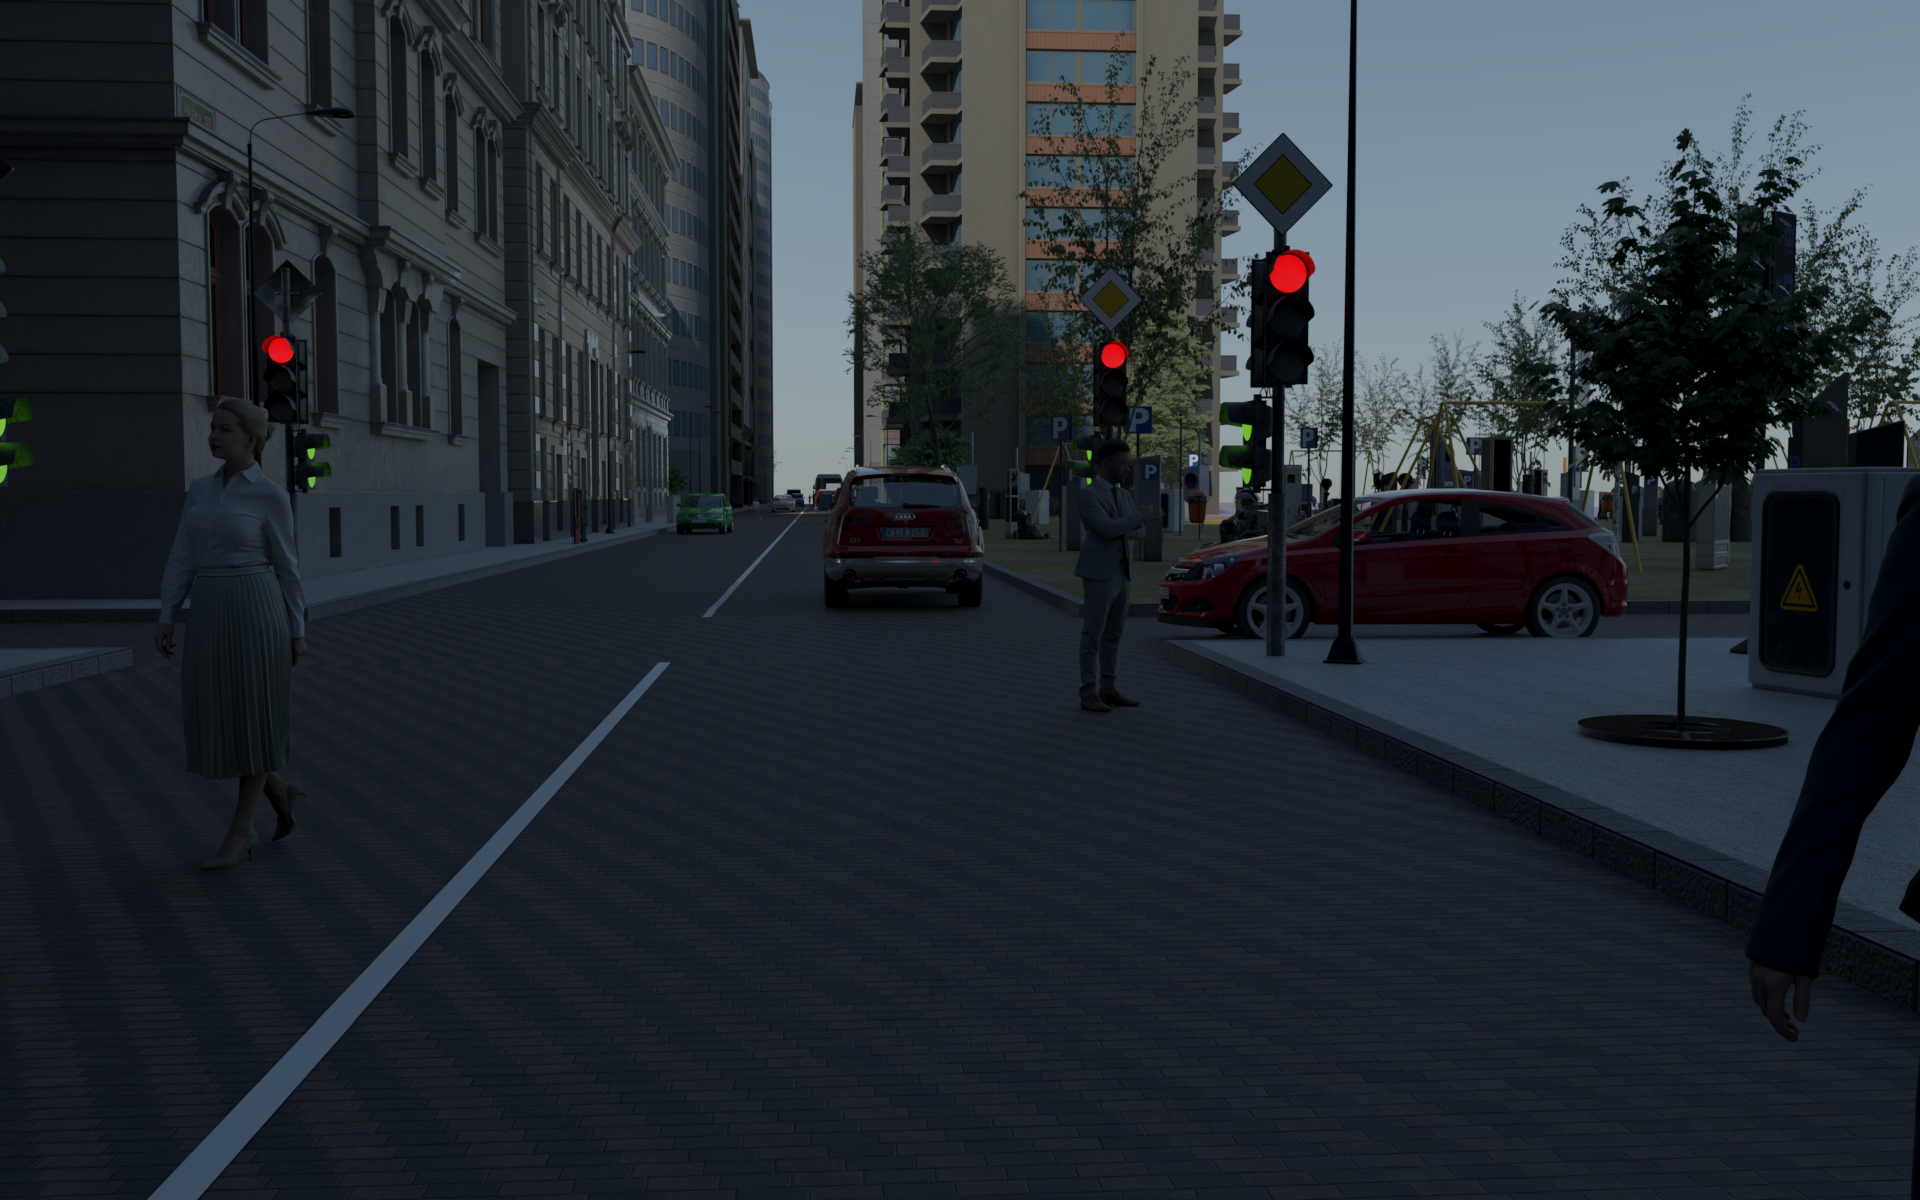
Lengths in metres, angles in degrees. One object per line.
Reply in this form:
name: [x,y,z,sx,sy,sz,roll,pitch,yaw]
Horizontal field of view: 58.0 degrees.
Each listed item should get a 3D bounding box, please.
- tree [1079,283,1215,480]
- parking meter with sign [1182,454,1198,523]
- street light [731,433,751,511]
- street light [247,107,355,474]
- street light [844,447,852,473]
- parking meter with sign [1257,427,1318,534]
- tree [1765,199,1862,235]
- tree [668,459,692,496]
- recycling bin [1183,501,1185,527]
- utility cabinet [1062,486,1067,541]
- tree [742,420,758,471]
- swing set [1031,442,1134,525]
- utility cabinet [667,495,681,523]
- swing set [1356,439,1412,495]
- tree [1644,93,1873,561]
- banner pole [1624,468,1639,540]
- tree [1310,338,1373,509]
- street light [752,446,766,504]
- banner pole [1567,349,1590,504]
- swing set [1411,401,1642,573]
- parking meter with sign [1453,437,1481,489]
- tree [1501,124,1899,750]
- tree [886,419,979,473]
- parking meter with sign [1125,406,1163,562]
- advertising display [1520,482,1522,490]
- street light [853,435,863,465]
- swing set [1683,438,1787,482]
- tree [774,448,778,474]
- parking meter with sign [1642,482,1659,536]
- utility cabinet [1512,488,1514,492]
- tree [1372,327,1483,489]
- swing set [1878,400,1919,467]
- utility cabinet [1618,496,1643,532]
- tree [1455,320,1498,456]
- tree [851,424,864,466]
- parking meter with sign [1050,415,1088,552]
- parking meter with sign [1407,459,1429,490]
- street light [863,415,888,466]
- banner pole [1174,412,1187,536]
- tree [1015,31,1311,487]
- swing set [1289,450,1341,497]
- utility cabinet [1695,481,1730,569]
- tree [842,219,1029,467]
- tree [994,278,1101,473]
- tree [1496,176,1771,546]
tree: [10.160,-10.731,93.581,7.486,12.596,7.792,0,3,0]
parking meter with sign: [9.982,-4.894,76.273,0.543,3.016,1.738,-1,4,-12]
street light: [-16.909,-9.766,132.217,1.470,5.913,1.316,0,4,-5]
street light: [-7.959,-2.958,20.910,1.470,5.913,1.316,0,4,-5]
street light: [-10.603,-12.249,172.805,1.470,5.913,1.316,0,4,-5]
parking meter with sign: [8.486,-2.983,45.040,1.738,3.016,0.543,-2,4,-35]
tree: [20.564,-5.637,42.524,4.737,8.622,4.395,0,3,0]
tree: [-15.549,-6.141,95.007,1.663,3.219,1.824,0,3,0]
recycling bin: [8.156,-3.304,66.581,0.722,1.027,0.722,-3,5,-41]
utility cabinet: [3.308,-2.301,46.295,1.173,1.500,0.318,1,4,15]
tree: [-22.069,-13.481,170.775,4.360,8.622,3.978,0,3,0]
swing set: [3.949,-3.360,52.557,2.862,2.851,3.119,-3,4,-38]
utility cabinet: [-12.689,-4.013,76.770,0.306,1.237,1.020,1,4,10]
swing set: [9.183,-2.197,33.538,2.862,2.851,3.119,1,4,9]
tree: [14.876,-5.050,32.931,4.360,8.622,3.978,0,3,0]
banner pole: [18.869,-3.594,48.779,0.401,3.779,0.863,0,4,-1]
tree: [17.041,-8.043,81.861,4.360,8.622,3.978,0,3,0]
street light: [-19.849,-11.941,167.770,1.470,5.913,1.316,0,4,-5]
banner pole: [8.523,-2.072,23.894,0.401,3.779,0.863,3,5,42]
swing set: [9.656,-1.936,29.274,3.119,2.851,2.862,0,4,-3]
parking meter with sign: [15.675,-3.525,53.898,0.543,3.016,1.738,0,4,-6]
tree: [3.842,-0.894,9.223,1.663,3.219,1.824,0,3,0]
tree: [-0.897,-5.595,75.191,4.285,4.588,4.351,0,3,0]
parking meter with sign: [3.606,-2.282,33.573,0.543,3.016,1.738,0,4,-5]
advertising display: [29.280,-5.187,90.027,0.123,1.923,0.974,0,4,-1]
street light: [-7.606,-10.071,137.209,1.470,5.913,1.316,0,4,-5]
swing set: [22.637,-3.202,49.969,2.862,2.851,3.119,0,4,-5]
tree: [-28.508,-18.640,255.121,4.360,8.622,3.978,0,3,0]
parking meter with sign: [21.179,-3.479,53.148,0.543,3.016,1.738,1,4,22]
utility cabinet: [20.781,-3.570,67.054,1.173,1.500,0.318,0,4,7]
tree: [21.266,-7.732,76.780,4.360,8.622,3.978,0,3,0]
swing set: [17.042,-1.936,29.278,3.119,2.851,2.862,-1,4,-12]
utility cabinet: [22.957,-2.927,59.024,1.020,1.237,0.306,-1,4,-14]
tree: [20.833,-6.881,62.865,4.737,8.622,4.395,0,3,0]
tree: [-9.335,-14.059,180.231,4.360,8.622,3.978,0,3,0]
parking meter with sign: [2.783,-2.622,39.133,0.543,3.016,1.738,3,5,41]
parking meter with sign: [22.454,-5.506,86.278,1.738,3.016,0.543,-2,4,-25]
street light: [-4.801,-7.904,101.768,1.470,5.913,1.316,0,4,-5]
banner pole: [6.739,-3.841,52.813,0.401,3.779,0.863,0,4,4]
tree: [2.793,-4.794,28.739,4.360,8.622,3.978,0,3,0]
swing set: [13.322,-3.919,61.703,3.119,2.851,2.862,0,4,-2]
utility cabinet: [12.846,-1.274,29.509,0.318,1.500,1.173,2,4,35]
tree: [-0.968,-8.607,66.473,9.928,11.665,9.643,0,3,0]
tree: [3.516,-6.587,58.056,4.737,8.622,4.395,0,3,0]
tree: [15.901,-5.555,41.188,4.737,8.622,4.395,0,3,0]
